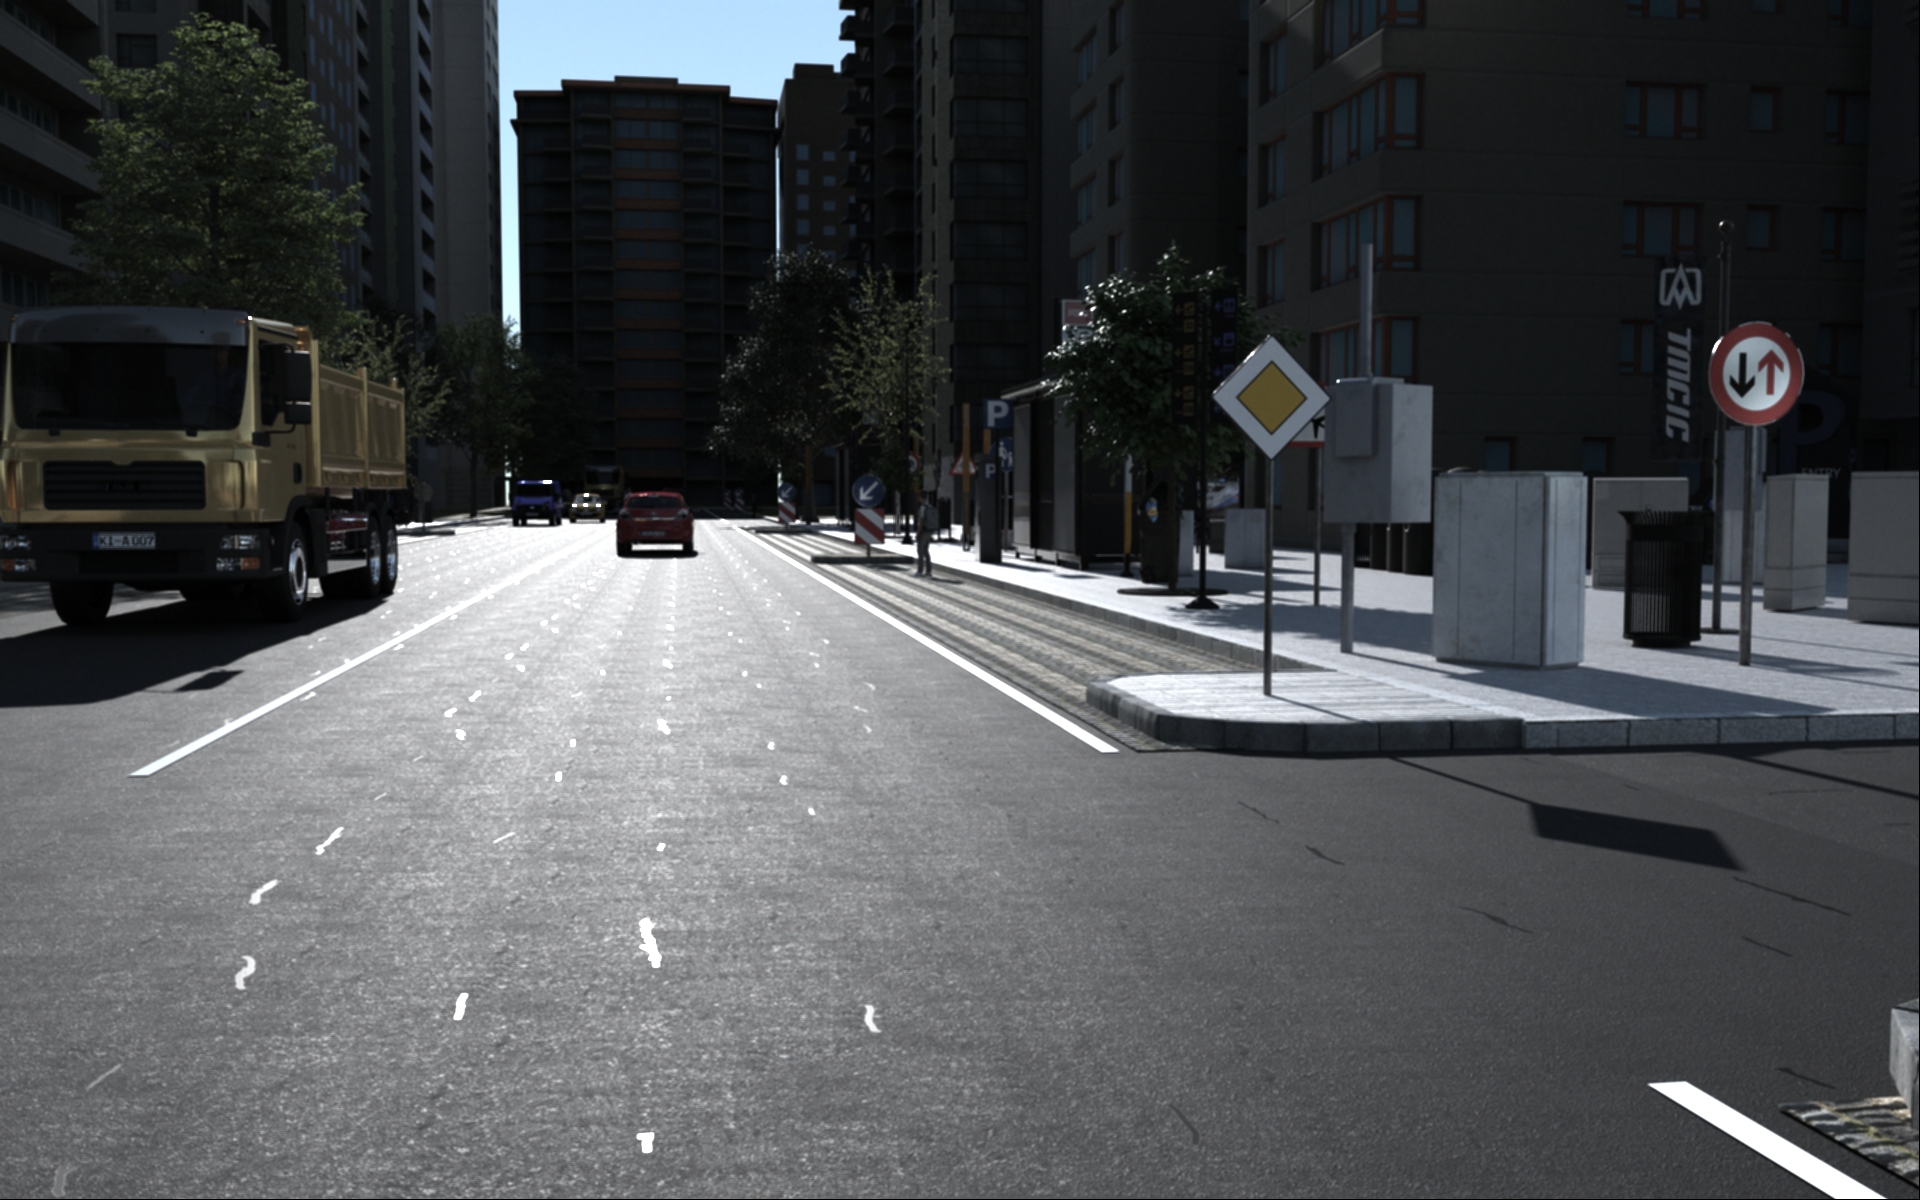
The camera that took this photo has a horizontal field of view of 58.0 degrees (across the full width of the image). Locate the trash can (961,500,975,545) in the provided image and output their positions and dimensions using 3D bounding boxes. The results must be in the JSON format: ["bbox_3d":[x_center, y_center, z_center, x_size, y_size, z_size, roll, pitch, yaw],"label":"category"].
[{"bbox_3d":[0.388,-1.952,43.576,0.748,1.137,0.748,0,3,0],"label":"trash can"}]

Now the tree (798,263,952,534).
[{"bbox_3d":[-2.103,-6.376,54.618,4.360,8.622,3.978,0,3,0],"label":"tree"}]

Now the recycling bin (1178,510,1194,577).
[{"bbox_3d":[3.245,-0.892,27.145,0.722,1.027,0.722,0,4,-3],"label":"recycling bin"}]

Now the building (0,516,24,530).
[{"bbox_3d":[-39.781,-26.103,50.481,21.300,48.544,21.600,-1,4,-9],"label":"building"}]

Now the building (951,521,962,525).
[{"bbox_3d":[5.578,-18.810,79.242,14.160,30.474,14.107,-1,4,-9],"label":"building"}]

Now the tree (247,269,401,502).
[{"bbox_3d":[-20.675,-6.373,54.555,4.360,8.622,3.978,0,3,0],"label":"tree"}]

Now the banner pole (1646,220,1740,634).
[{"bbox_3d":[6.778,-1.587,15.965,0.863,3.779,0.401,0,4,7],"label":"banner pole"}]

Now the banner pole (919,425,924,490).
[{"bbox_3d":[-1.457,-4.459,62.917,0.401,3.779,0.863,-2,4,-27],"label":"banner pole"}]

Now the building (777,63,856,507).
[{"bbox_3d":[-11.802,-32.693,184.635,14.200,45.320,14.600,-1,4,-9],"label":"building"}]

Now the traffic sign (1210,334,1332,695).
[{"bbox_3d":[1.960,-0.450,10.999,0.795,2.450,0.064,-1,4,-9],"label":"traffic sign"}]

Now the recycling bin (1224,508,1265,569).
[{"bbox_3d":[5.010,-1.069,30.034,0.722,1.027,0.722,1,4,20],"label":"recycling bin"}]

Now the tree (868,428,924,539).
[{"bbox_3d":[-1.787,-3.411,50.365,1.663,3.219,1.824,0,3,0],"label":"tree"}]

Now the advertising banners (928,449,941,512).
[{"bbox_3d":[-0.996,-4.370,67.633,0.090,3.025,2.074,-1,4,-14],"label":"advertising banners"}]

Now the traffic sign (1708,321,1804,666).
[{"bbox_3d":[5.878,-0.782,12.898,0.768,2.556,0.104,-1,4,-9],"label":"traffic sign"}]

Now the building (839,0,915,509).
[{"bbox_3d":[1.816,-29.707,140.329,22.147,44.769,28.867,-1,4,-9],"label":"building"}]

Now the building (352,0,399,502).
[{"bbox_3d":[-45.830,-26.400,115.236,14.154,41.232,14.086,-1,4,-9],"label":"building"}]

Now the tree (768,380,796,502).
[{"bbox_3d":[-10.456,-9.345,103.157,4.360,8.622,3.978,0,3,0],"label":"tree"}]

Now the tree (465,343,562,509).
[{"bbox_3d":[-33.949,-12.946,129.790,7.486,12.596,7.792,0,3,0],"label":"tree"}]

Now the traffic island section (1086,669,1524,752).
[{"bbox_3d":[1.982,0.685,11.080,2.009,0.180,2.903,-1,4,-9],"label":"traffic island section"}]

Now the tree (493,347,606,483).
[{"bbox_3d":[-36.069,-14.959,151.233,9.857,13.997,8.962,0,3,0],"label":"tree"}]

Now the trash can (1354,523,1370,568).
[{"bbox_3d":[7.131,-1.148,30.420,0.748,1.137,0.748,0,3,0],"label":"trash can"}]

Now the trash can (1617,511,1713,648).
[{"bbox_3d":[5.923,-0.180,14.590,0.748,1.137,0.748,0,3,0],"label":"trash can"}]

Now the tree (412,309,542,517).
[{"bbox_3d":[-27.311,-10.490,97.259,9.928,11.665,9.643,0,3,0],"label":"tree"}]

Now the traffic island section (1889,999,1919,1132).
[{"bbox_3d":[3.261,1.167,3.197,2.009,0.180,2.903,-1,4,-9],"label":"traffic island section"}]

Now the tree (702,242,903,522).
[{"bbox_3d":[-7.015,-9.921,79.221,9.611,12.733,9.660,0,3,0],"label":"tree"}]

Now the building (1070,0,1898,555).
[{"bbox_3d":[20.034,-12.659,52.020,27.650,21.520,28.899,-1,4,-9],"label":"building"}]

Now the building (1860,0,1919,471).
[{"bbox_3d":[26.916,-21.183,29.935,14.086,41.232,14.154,-1,4,-9],"label":"building"}]

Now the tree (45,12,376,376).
[{"bbox_3d":[-17.584,-7.538,41.381,7.486,12.596,7.792,0,3,0],"label":"tree"}]

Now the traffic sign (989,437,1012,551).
[{"bbox_3d":[1.025,-2.374,38.916,0.768,2.556,0.104,0,4,-3],"label":"traffic sign"}]

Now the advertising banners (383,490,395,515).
[{"bbox_3d":[-21.343,-4.204,64.927,0.090,3.025,2.074,0,4,-5],"label":"advertising banners"}]

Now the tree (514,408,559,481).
[{"bbox_3d":[-35.464,-11.797,143.245,4.360,8.622,3.978,0,3,0],"label":"tree"}]

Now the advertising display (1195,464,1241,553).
[{"bbox_3d":[5.580,-1.973,37.469,0.974,1.923,0.123,0,4,7],"label":"advertising display"}]

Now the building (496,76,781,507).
[{"bbox_3d":[-33.858,-32.421,184.707,28.867,44.769,22.147,-1,4,-9],"label":"building"}]

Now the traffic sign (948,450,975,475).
[{"bbox_3d":[0.118,-2.951,48.257,0.884,2.594,0.081,0,4,-4],"label":"traffic sign"}]

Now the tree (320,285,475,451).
[{"bbox_3d":[-25.378,-8.776,77.892,7.601,10.594,8.767,0,4,1],"label":"tree"}]

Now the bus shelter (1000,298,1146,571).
[{"bbox_3d":[2.122,-3.398,33.181,2.179,5.291,8.768,-1,4,-9],"label":"bus shelter"}]

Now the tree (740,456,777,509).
[{"bbox_3d":[-16.833,-9.852,144.789,4.285,4.588,4.351,0,3,0],"label":"tree"}]

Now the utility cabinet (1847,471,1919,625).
[{"bbox_3d":[9.338,-0.502,16.894,0.318,1.500,1.173,-2,4,-35],"label":"utility cabinet"}]

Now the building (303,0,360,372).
[{"bbox_3d":[-43.827,-27.586,101.135,14.600,45.320,14.200,-1,4,-9],"label":"building"}]

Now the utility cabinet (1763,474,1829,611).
[{"bbox_3d":[9.276,-0.645,19.229,0.318,1.500,1.173,3,5,43],"label":"utility cabinet"}]

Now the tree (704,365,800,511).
[{"bbox_3d":[-15.512,-12.564,131.178,9.928,11.665,9.643,0,3,0],"label":"tree"}]

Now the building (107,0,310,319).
[{"bbox_3d":[-41.452,-19.297,87.204,14.160,30.474,14.107,-1,4,-9],"label":"building"}]

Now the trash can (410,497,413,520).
[{"bbox_3d":[-25.821,-4.218,80.619,0.748,1.137,0.748,0,3,0],"label":"trash can"}]

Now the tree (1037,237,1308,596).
[{"bbox_3d":[2.723,-2.367,22.415,4.285,4.588,4.351,0,3,0],"label":"tree"}]

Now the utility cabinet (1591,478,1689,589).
[{"bbox_3d":[9.126,-0.892,23.267,1.173,1.500,0.318,1,4,17],"label":"utility cabinet"}]

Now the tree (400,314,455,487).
[{"bbox_3d":[-22.910,-7.317,69.988,4.360,8.622,3.978,0,3,0],"label":"tree"}]

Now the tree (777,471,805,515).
[{"bbox_3d":[-10.484,-6.982,108.765,1.663,3.219,1.824,0,3,0],"label":"tree"}]

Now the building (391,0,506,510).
[{"bbox_3d":[-62.101,-38.949,178.823,28.212,58.520,21.231,-1,4,-9],"label":"building"}]

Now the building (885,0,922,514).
[{"bbox_3d":[6.266,-41.401,115.165,20.563,71.187,20.611,-1,4,-9],"label":"building"}]

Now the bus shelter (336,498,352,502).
[{"bbox_3d":[-23.271,-4.400,63.222,1.731,3.624,6.357,-1,4,-9],"label":"bus shelter"}]

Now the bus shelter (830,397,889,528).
[{"bbox_3d":[-3.983,-5.600,69.189,2.179,5.291,8.768,-1,4,-9],"label":"bus shelter"}]
